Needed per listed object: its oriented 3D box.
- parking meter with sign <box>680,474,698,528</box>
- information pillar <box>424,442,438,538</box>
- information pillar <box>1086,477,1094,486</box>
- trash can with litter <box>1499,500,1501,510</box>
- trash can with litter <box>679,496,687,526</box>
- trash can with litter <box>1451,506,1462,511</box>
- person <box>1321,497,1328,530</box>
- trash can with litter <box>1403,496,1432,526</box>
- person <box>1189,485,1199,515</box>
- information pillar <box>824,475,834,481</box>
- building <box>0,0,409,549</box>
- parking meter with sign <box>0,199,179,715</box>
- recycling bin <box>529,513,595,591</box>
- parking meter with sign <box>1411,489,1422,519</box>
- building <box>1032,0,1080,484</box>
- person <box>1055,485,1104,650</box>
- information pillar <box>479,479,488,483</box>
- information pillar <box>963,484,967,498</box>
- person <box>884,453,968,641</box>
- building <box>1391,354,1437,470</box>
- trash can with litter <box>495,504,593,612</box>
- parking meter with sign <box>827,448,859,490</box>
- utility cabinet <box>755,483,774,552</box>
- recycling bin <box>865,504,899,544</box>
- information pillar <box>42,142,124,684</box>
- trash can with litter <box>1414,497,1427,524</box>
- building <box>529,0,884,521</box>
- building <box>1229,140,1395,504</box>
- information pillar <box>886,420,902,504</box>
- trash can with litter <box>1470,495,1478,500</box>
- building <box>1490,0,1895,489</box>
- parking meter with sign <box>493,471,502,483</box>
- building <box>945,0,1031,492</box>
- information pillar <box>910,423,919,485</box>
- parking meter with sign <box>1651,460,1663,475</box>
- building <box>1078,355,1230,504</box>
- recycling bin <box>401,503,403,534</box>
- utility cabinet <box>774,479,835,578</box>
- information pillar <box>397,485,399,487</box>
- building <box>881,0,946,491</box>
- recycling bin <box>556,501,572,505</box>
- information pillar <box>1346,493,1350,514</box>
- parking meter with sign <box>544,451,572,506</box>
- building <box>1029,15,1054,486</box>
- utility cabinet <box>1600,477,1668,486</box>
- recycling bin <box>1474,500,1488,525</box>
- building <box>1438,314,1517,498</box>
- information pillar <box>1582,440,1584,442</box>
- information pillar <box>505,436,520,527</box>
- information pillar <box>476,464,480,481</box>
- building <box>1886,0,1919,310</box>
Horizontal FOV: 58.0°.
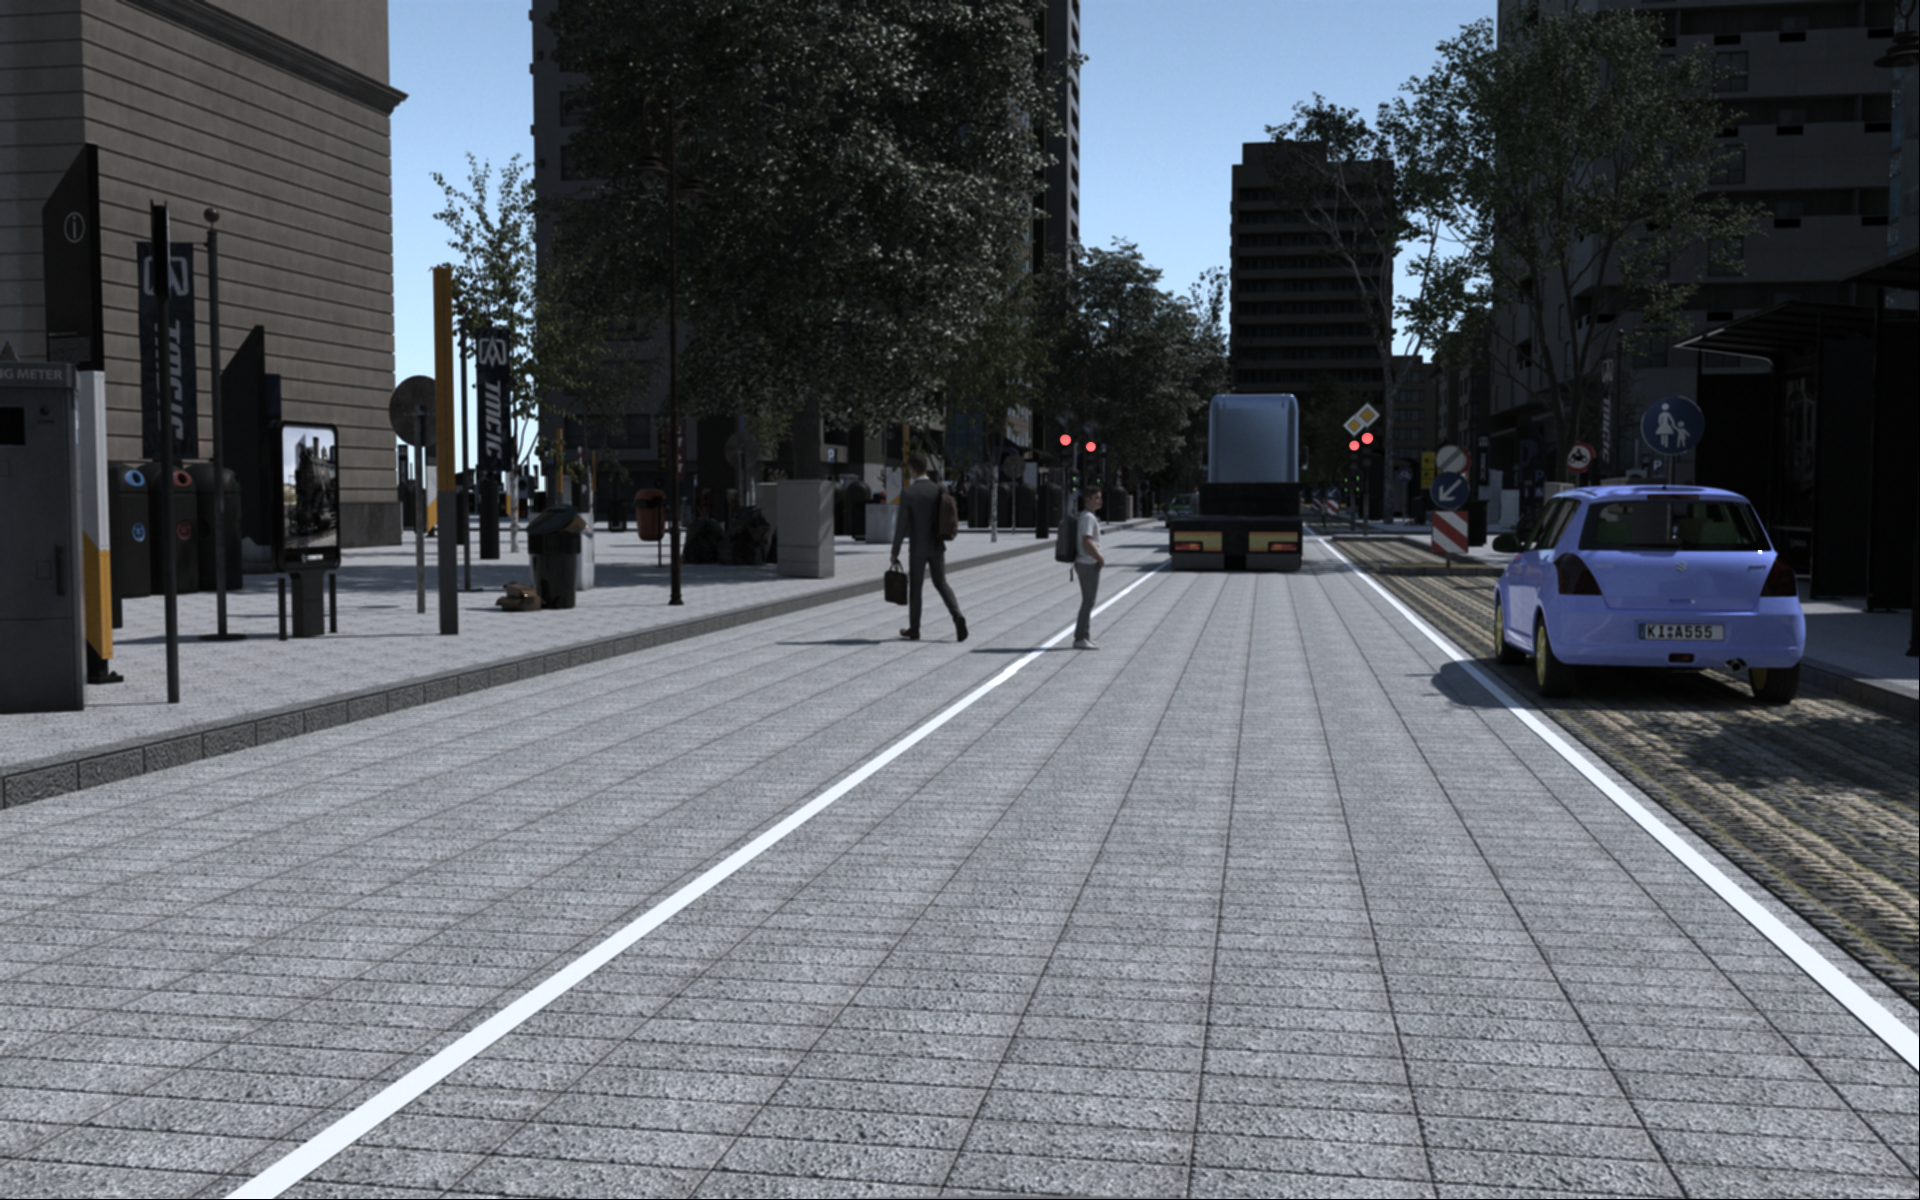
[{"bbox_3d":[-9.819,-4.283,66.286,1.738,3.016,0.543,-2,4,-25],"label":"parking meter with sign"},{"bbox_3d":[-15.534,-3.647,50.988,0.183,3.616,0.504,2,4,34],"label":"information pillar"},{"bbox_3d":[5.462,-4.187,72.948,0.304,2.012,0.304,1,4,9],"label":"information pillar"},{"bbox_3d":[28.707,-4.970,92.642,0.624,1.170,1.055,2,4,35],"label":"trash can with litter"},{"bbox_3d":[-10.951,-3.605,69.996,1.678,1.210,2.233,1,4,12],"label":"trash can with litter"},{"bbox_3d":[14.846,-2.424,51.015,0.624,1.170,1.055,-1,4,-9],"label":"trash can with litter"},{"bbox_3d":[14.528,-3.440,69.000,0.306,1.304,0.590,2,4,31],"label":"person"},{"bbox_3d":[19.014,-3.635,70.496,2.233,1.210,1.678,0,4,1],"label":"trash can with litter"},{"bbox_3d":[9.652,-3.793,70.791,0.678,1.792,0.850,2,4,26],"label":"person"},{"bbox_3d":[-5.124,-3.868,67.731,0.304,2.012,0.304,-2,4,-24],"label":"information pillar"},{"bbox_3d":[-26.868,-14.787,39.028,25.104,27.353,12.463,1,4,10],"label":"building"},{"bbox_3d":[-5.589,-0.854,10.221,1.738,3.016,0.543,-1,4,-23],"label":"parking meter with sign"},{"bbox_3d":[-5.335,-0.652,23.221,0.722,1.027,0.722,0,4,1],"label":"recycling bin"},{"bbox_3d":[24.093,-5.673,89.011,1.738,3.016,0.543,2,4,33],"label":"parking meter with sign"},{"bbox_3d":[-1.270,-39.727,191.543,28.212,58.520,21.231,1,4,10],"label":"building"},{"bbox_3d":[1.172,-0.302,16.034,0.523,1.515,0.503,-3,4,-38],"label":"person"},{"bbox_3d":[-22.679,-4.772,82.521,0.304,2.012,0.304,-3,5,-44],"label":"information pillar"},{"bbox_3d":[0.365,-7.400,125.484,0.304,2.012,0.304,1,4,9],"label":"information pillar"},{"bbox_3d":[-0.331,-0.517,16.910,0.622,1.834,0.822,-3,4,-38],"label":"person"},{"bbox_3d":[73.851,-24.165,240.130,28.899,21.520,27.650,1,4,10],"label":"building"},{"bbox_3d":[-4.619,-0.479,19.216,0.624,1.170,1.055,2,4,27],"label":"trash can with litter"},{"bbox_3d":[-4.253,-4.313,66.781,1.738,3.016,0.543,-3,5,-39],"label":"parking meter with sign"},{"bbox_3d":[-3.460,-1.562,34.214,1.173,1.500,0.318,1,4,20],"label":"utility cabinet"},{"bbox_3d":[-1.990,-1.979,44.918,0.722,1.027,0.722,1,4,22],"label":"recycling bin"},{"bbox_3d":[-5.979,-1.247,11.748,0.504,3.616,0.183,2,4,26],"label":"information pillar"},{"bbox_3d":[19.294,-3.756,72.791,0.624,1.170,1.055,1,4,15],"label":"trash can with litter"},{"bbox_3d":[-12.203,-19.313,87.465,14.160,30.474,14.107,1,4,10],"label":"building"},{"bbox_3d":[48.372,-37.707,240.218,21.600,48.544,21.300,1,4,10],"label":"building"},{"bbox_3d":[-2.023,-3.745,52.592,0.504,3.616,0.183,0,4,3],"label":"information pillar"},{"bbox_3d":[30.306,-5.623,102.996,1.678,1.210,2.233,-3,5,-40],"label":"trash can with litter"},{"bbox_3d":[60.971,-34.138,147.396,28.713,52.752,27.495,1,4,10],"label":"building"},{"bbox_3d":[-27.769,-6.510,102.699,0.543,3.016,1.738,1,4,9],"label":"parking meter with sign"},{"bbox_3d":[-1.869,-30.376,146.750,14.600,45.320,14.200,1,4,10],"label":"building"},{"bbox_3d":[-1.557,-3.983,56.477,0.504,3.616,0.183,-2,4,-26],"label":"information pillar"},{"bbox_3d":[35.428,-5.662,88.831,0.543,3.016,1.738,0,4,2],"label":"parking meter with sign"},{"bbox_3d":[24.016,-24.664,248.297,28.899,21.520,27.650,1,4,10],"label":"building"},{"bbox_3d":[-18.533,-2.669,56.188,0.722,1.027,0.722,-2,4,-32],"label":"recycling bin"},{"bbox_3d":[-2.371,-1.098,26.636,0.318,1.500,1.173,-3,4,-38],"label":"utility cabinet"},{"bbox_3d":[-43.726,-7.995,135.208,0.304,2.012,0.304,-2,4,-25],"label":"information pillar"},{"bbox_3d":[-13.400,-30.420,121.063,21.300,48.544,21.600,1,4,10],"label":"building"},{"bbox_3d":[-15.215,-3.350,67.320,0.722,1.027,0.722,1,4,21],"label":"recycling bin"},{"bbox_3d":[24.808,-6.488,110.572,0.304,2.012,0.304,0,4,3],"label":"information pillar"},{"bbox_3d":[-16.035,-4.531,70.339,0.543,3.016,1.738,2,4,33],"label":"parking meter with sign"},{"bbox_3d":[-1.653,-44.399,164.175,20.563,71.187,20.611,1,4,10],"label":"building"},{"bbox_3d":[9.166,-0.910,23.558,1.173,1.500,0.318,-2,4,-35],"label":"utility cabinet"},{"bbox_3d":[21.338,-3.610,71.577,0.722,1.027,0.722,-3,5,-41],"label":"recycling bin"},{"bbox_3d":[64.496,-20.265,176.371,27.650,21.520,28.899,1,4,10],"label":"building"},{"bbox_3d":[26.777,-5.095,74.652,0.183,3.616,0.504,1,4,9],"label":"information pillar"},{"bbox_3d":[-17.214,-4.600,66.566,0.504,3.616,0.183,-3,4,-38],"label":"information pillar"},{"bbox_3d":[-37.190,-8.719,133.914,0.504,3.616,0.183,0,4,6],"label":"information pillar"},{"bbox_3d":[95.912,-33.874,173.455,30.456,49.044,23.786,1,4,10],"label":"building"}]
